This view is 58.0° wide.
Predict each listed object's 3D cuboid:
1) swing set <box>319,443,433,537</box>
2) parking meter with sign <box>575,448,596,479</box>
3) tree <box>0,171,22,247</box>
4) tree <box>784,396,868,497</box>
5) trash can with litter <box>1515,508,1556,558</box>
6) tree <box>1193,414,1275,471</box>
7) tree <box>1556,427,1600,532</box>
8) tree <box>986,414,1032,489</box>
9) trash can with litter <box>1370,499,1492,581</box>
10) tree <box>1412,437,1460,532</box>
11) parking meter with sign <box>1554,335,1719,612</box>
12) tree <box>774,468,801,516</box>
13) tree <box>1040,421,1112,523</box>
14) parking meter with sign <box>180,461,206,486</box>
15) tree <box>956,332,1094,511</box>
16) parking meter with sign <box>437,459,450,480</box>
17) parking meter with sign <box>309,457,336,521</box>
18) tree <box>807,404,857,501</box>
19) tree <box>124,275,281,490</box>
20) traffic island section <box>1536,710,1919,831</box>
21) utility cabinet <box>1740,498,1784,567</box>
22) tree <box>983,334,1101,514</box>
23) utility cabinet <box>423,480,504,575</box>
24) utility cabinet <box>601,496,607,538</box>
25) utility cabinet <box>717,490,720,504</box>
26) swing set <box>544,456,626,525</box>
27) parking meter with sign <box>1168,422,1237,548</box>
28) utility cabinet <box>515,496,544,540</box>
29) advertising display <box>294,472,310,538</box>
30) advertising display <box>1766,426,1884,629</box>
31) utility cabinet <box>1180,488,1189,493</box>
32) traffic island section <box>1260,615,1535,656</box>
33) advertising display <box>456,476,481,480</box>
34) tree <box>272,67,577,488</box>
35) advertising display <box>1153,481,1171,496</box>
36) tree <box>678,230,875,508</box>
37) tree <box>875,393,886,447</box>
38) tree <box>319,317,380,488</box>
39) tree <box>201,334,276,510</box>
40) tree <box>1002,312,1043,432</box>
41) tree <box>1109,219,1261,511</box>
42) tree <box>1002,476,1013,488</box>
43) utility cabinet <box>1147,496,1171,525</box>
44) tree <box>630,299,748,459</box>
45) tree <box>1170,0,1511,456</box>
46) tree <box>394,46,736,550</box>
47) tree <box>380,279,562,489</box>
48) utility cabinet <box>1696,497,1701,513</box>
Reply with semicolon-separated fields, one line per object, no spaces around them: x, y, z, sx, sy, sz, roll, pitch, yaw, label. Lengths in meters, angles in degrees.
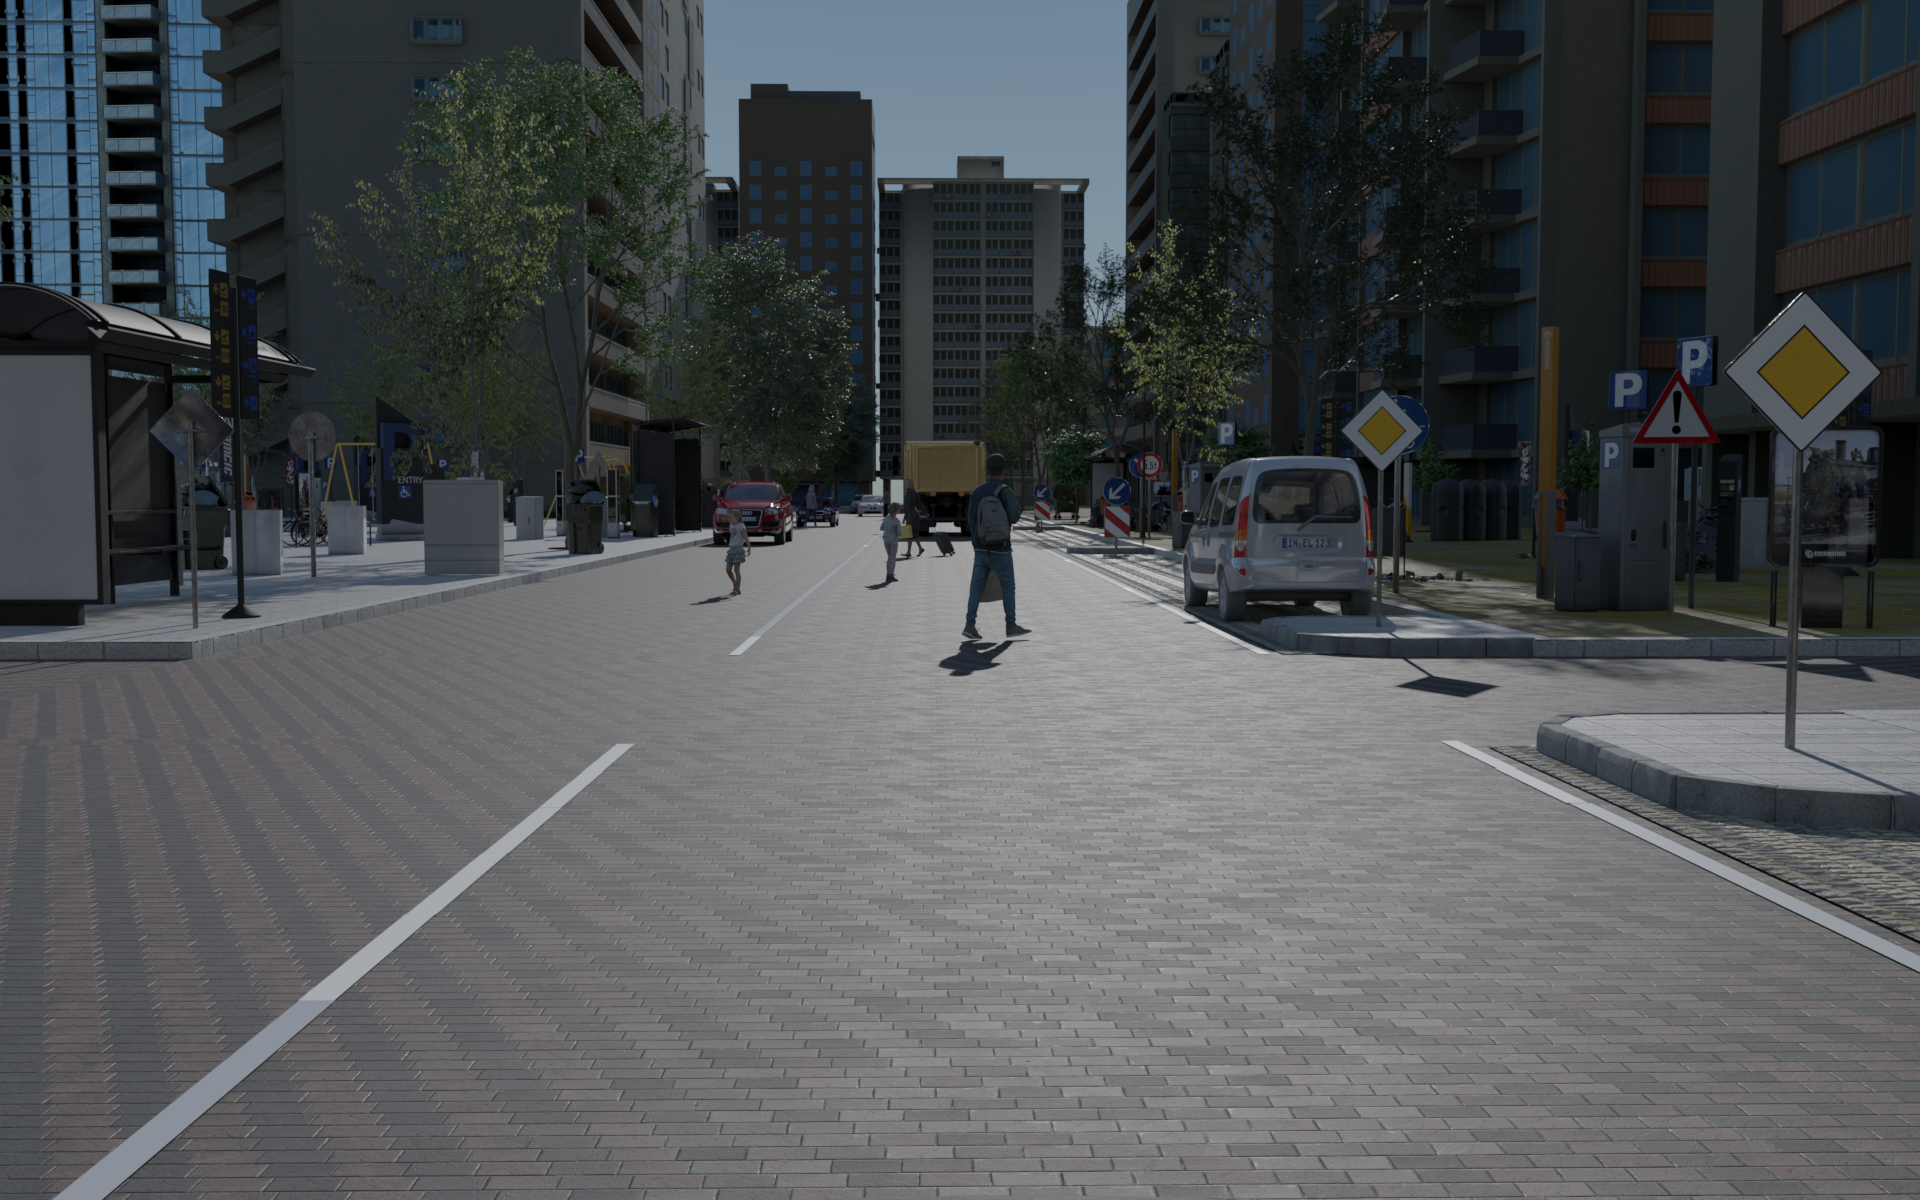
-17.798;-3.393;53.092;3.119;2.851;2.862;0;4;6;swing set
-13.859;-4.226;65.362;1.738;3.016;0.543;3;4;38;parking meter with sign
-16.233;-4.559;24.901;4.737;8.622;4.395;0;3;0;tree
-11.524;-13.066;148.046;7.601;10.594;8.767;-1;4;-23;tree
12.046;-1.463;34.984;2.233;1.210;1.678;-3;5;-40;trash can with litter
11.275;-5.361;71.358;4.285;4.588;4.351;0;3;0;tree
17.913;-3.397;50.142;1.663;3.219;1.824;0;3;0;tree
4.203;-12.394;153.011;4.737;8.622;4.395;0;3;0;tree
6.757;-0.901;25.791;2.233;1.210;1.678;1;4;19;trash can with litter
15.802;-3.913;58.573;1.663;3.219;1.824;0;3;0;tree
7.417;-1.395;19.075;1.738;3.016;0.543;-1;4;-19;parking meter with sign
-10.323;-6.640;103.160;1.663;3.219;1.824;0;3;0;tree
5.195;-5.767;77.999;4.285;4.588;4.351;0;3;0;tree
-18.330;-2.709;40.555;1.738;3.016;0.543;0;4;0;parking meter with sign
4.838;-13.418;129.757;12.009;13.543;11.850;0;3;0;tree
-25.279;-5.502;86.218;1.738;3.016;0.543;3;5;40;parking meter with sign
-30.233;-5.244;81.996;1.738;3.016;0.543;3;4;38;parking meter with sign
-10.300;-11.407;136.864;4.737;8.622;4.395;0;3;0;tree
-25.181;-6.629;58.747;4.737;8.622;4.395;0;3;0;tree
4.215;0.826;8.769;2.009;0.180;2.903;0;4;-1;traffic island section
14.147;-1.194;30.681;1.020;1.237;0.306;1;4;20;utility cabinet
5.205;-11.265;109.937;9.928;11.665;9.643;0;3;0;tree
-7.801;-1.136;27.250;1.173;1.500;0.318;0;4;0;utility cabinet
-10.603;-2.441;51.076;0.306;1.237;1.020;1;4;21;utility cabinet
-12.460;-5.033;90.976;0.318;1.500;1.173;0;4;4;utility cabinet
-15.301;-4.520;71.516;2.862;2.851;3.119;-3;5;-41;swing set
5.843;-2.771;41.568;1.738;3.016;0.543;-3;4;-38;parking meter with sign
-12.195;-2.318;49.061;1.020;1.237;0.306;3;5;44;utility cabinet
-19.197;-2.782;50.704;0.123;1.923;0.974;0;4;3;advertising display
8.261;-0.695;16.573;0.974;1.923;0.123;1;4;15;advertising display
8.536;-3.292;62.507;1.173;1.500;0.318;2;4;29;utility cabinet
4.066;0.338;16.753;2.009;0.180;2.903;0;4;-1;traffic island section
-17.541;-3.471;61.963;0.974;1.923;0.123;-2;4;-27;advertising display
-8.581;-4.851;29.680;4.360;8.622;3.978;0;3;0;tree
9.924;-4.876;84.935;0.974;1.923;0.123;2;4;31;advertising display
-9.168;-10.833;83.773;9.857;13.997;8.962;0;3;0;tree
-11.308;-15.404;158.512;9.857;13.997;8.962;0;3;0;tree
-23.436;-7.332;70.235;4.737;8.622;4.395;0;3;0;tree
-30.082;-7.534;73.542;4.360;8.622;3.978;0;3;0;tree
5.901;-7.899;63.566;8.767;10.594;7.601;0;4;-4;tree
6.038;-5.857;46.126;4.360;8.622;3.978;0;3;0;tree
4.213;-10.508;166.403;1.663;3.219;1.824;0;3;0;tree
8.346;-3.744;72.368;1.020;1.237;0.306;2;4;24;utility cabinet
-10.060;-6.979;64.467;4.737;8.622;4.395;0;3;0;tree
6.743;-5.970;32.017;7.601;10.594;8.767;-1;4;-19;tree
-9.000;-6.986;39.975;9.928;11.665;9.643;0;3;0;tree
-15.736;-6.527;57.080;4.737;8.622;4.395;0;3;0;tree
22.399;-2.526;52.466;0.306;1.237;1.020;2;4;24;utility cabinet
